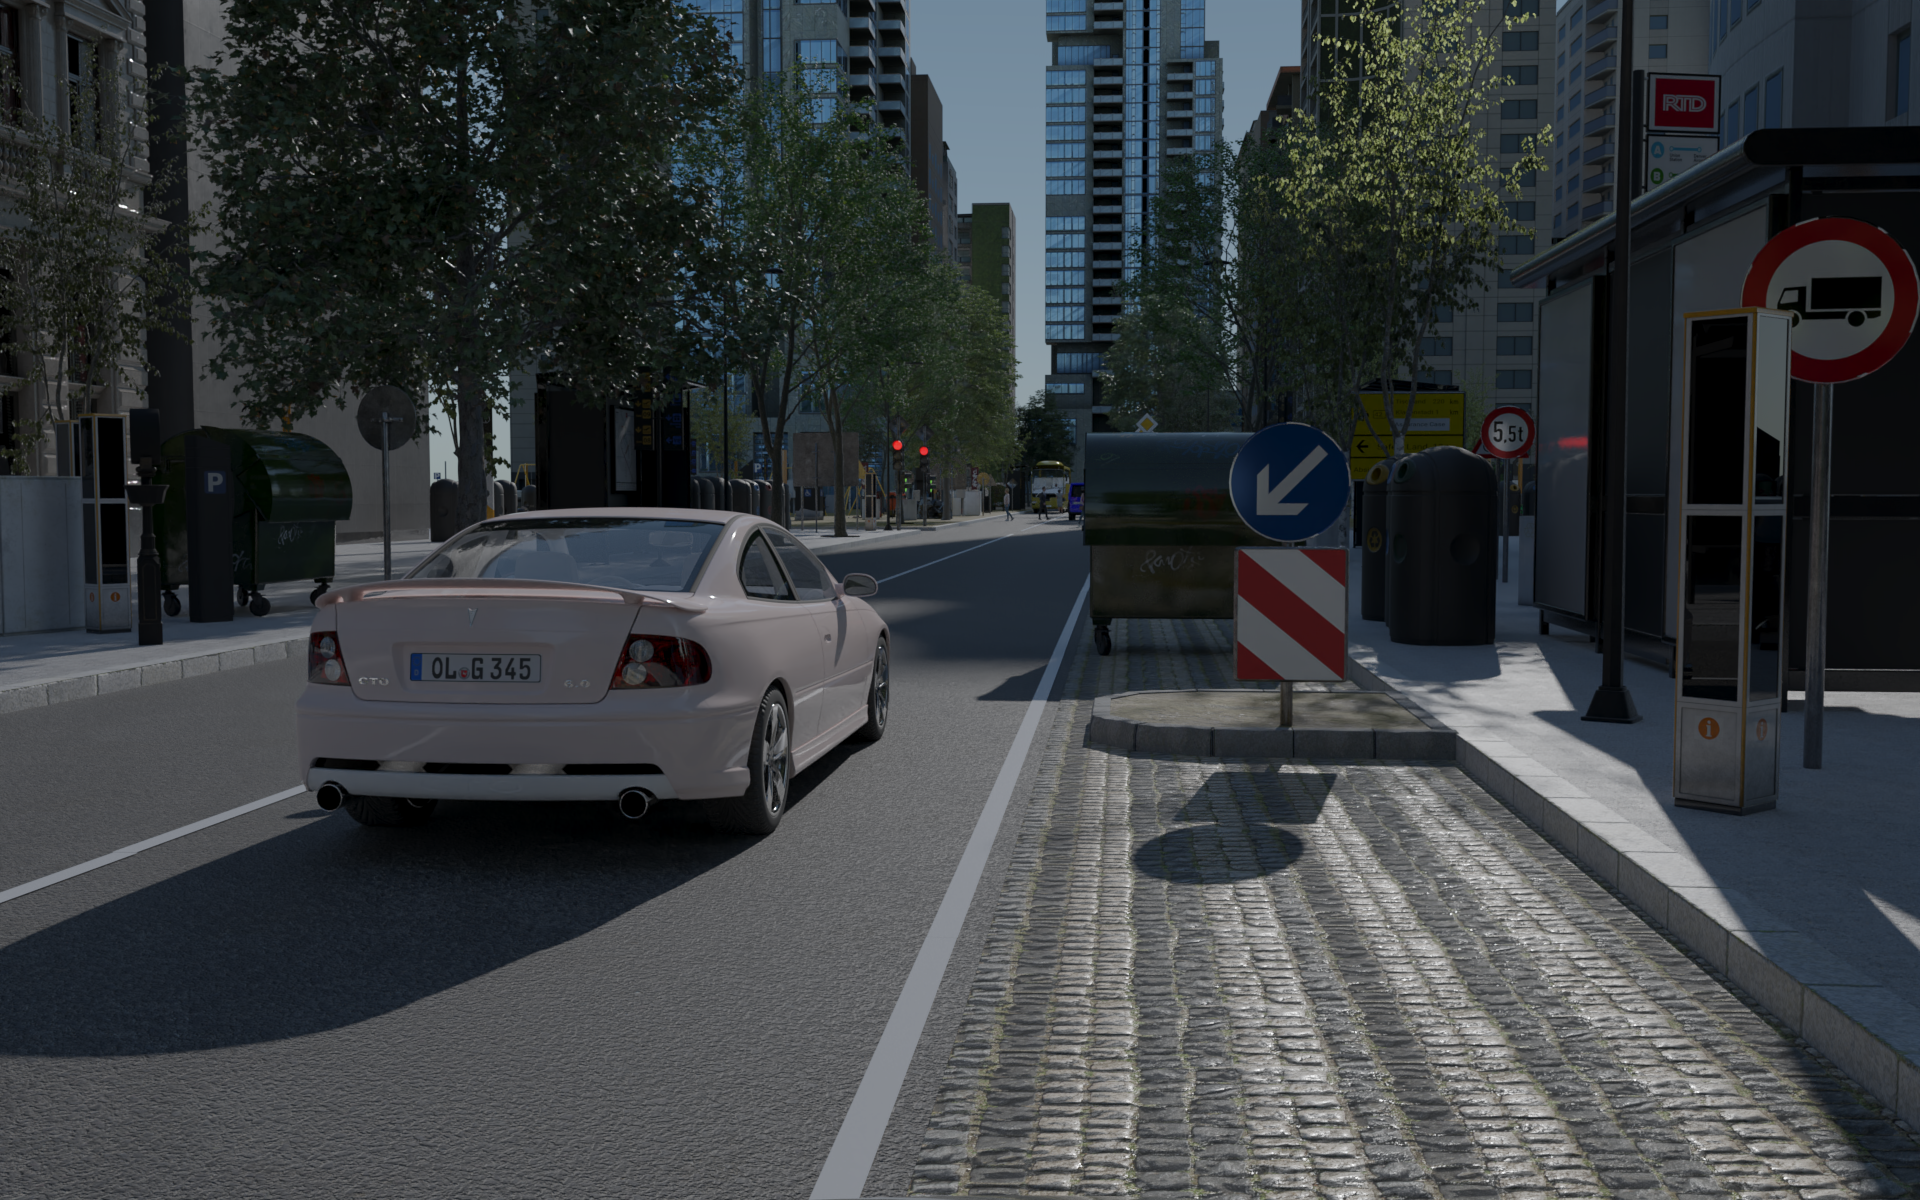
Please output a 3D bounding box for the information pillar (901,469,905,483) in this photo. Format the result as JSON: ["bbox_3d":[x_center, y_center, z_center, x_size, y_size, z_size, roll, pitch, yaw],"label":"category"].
[{"bbox_3d":[-4.494,-8.856,136.157,0.183,3.616,0.504,-3,5,-44],"label":"information pillar"}]

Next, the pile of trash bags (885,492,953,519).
[{"bbox_3d":[-2.175,-4.878,89.501,3.447,1.369,1.912,-1,4,-16],"label":"pile of trash bags"}]

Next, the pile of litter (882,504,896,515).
[{"bbox_3d":[-4.343,-5.733,107.701,1.719,0.858,1.176,1,4,15],"label":"pile of litter"}]

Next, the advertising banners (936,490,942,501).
[{"bbox_3d":[-0.863,-8.277,131.515,2.074,3.025,0.090,1,4,15],"label":"advertising banners"}]

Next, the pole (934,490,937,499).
[{"bbox_3d":[-1.592,-7.236,112.146,0.158,3.312,0.155,0,3,0],"label":"pole"}]

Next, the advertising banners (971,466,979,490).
[{"bbox_3d":[0.215,-6.920,109.336,2.074,3.025,0.090,1,4,13],"label":"advertising banners"}]

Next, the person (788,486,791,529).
[{"bbox_3d":[-6.603,-3.457,65.205,0.511,1.800,0.466,3,4,36],"label":"person"}]

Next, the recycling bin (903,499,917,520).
[{"bbox_3d":[-2.524,-4.409,84.638,0.722,1.027,0.722,-1,4,-10],"label":"recycling bin"}]

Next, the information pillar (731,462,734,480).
[{"bbox_3d":[-16.680,-8.299,127.048,0.183,3.616,0.504,0,4,5],"label":"information pillar"}]

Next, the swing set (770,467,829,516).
[{"bbox_3d":[-9.756,-6.374,101.841,3.119,2.851,2.862,3,4,36],"label":"swing set"}]

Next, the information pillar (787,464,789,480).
[{"bbox_3d":[-13.218,-8.669,133.099,0.183,3.616,0.504,0,4,6],"label":"information pillar"}]

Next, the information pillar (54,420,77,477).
[{"bbox_3d":[-8.835,-0.789,17.393,0.304,2.012,0.304,2,4,35],"label":"information pillar"}]

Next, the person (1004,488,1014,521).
[{"bbox_3d":[2.593,-5.059,91.886,0.598,1.740,0.731,-1,4,-17],"label":"person"}]

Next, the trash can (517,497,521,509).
[{"bbox_3d":[-21.767,-4.534,85.780,0.748,1.137,0.748,0,3,0],"label":"trash can"}]

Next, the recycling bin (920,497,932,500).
[{"bbox_3d":[-2.557,-7.244,130.998,0.722,1.027,0.722,1,4,17],"label":"recycling bin"}]

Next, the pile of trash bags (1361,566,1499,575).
[{"bbox_3d":[8.115,-1.178,29.005,1.912,1.369,3.447,0,4,-7],"label":"pile of trash bags"}]

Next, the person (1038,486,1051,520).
[{"bbox_3d":[4.636,-5.321,95.269,0.755,1.850,0.659,3,4,37],"label":"person"}]

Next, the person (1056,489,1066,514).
[{"bbox_3d":[7.298,-7.103,124.990,0.716,1.782,0.532,0,4,8],"label":"person"}]

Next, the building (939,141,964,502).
[{"bbox_3d":[-7.540,-31.760,202.874,14.086,41.232,14.154,0,4,5],"label":"building"}]

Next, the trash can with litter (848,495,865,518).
[{"bbox_3d":[-5.181,-4.965,92.240,1.678,1.210,2.233,-1,4,-18],"label":"trash can with litter"}]

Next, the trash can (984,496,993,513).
[{"bbox_3d":[2.262,-7.492,134.145,0.748,1.137,0.748,0,3,0],"label":"trash can"}]

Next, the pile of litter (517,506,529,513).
[{"bbox_3d":[-15.437,-2.904,61.437,1.719,0.858,1.176,-1,4,-13],"label":"pile of litter"}]

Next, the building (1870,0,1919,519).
[{"bbox_3d":[25.918,-29.941,31.535,21.231,58.520,28.212,0,4,5],"label":"building"}]

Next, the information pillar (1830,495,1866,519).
[{"bbox_3d":[8.656,-0.758,16.892,0.304,2.012,0.304,2,4,31],"label":"information pillar"}]

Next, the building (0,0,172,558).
[{"bbox_3d":[-22.185,-12.069,26.200,11.050,23.489,19.941,0,4,5],"label":"building"}]

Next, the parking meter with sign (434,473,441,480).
[{"bbox_3d":[-42.300,-8.764,139.552,0.543,3.016,1.738,0,4,-3],"label":"parking meter with sign"}]

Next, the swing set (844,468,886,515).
[{"bbox_3d":[-5.570,-6.407,102.368,2.862,2.851,3.119,1,4,11],"label":"swing set"}]

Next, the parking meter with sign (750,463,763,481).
[{"bbox_3d":[-11.683,-6.137,96.600,0.543,3.016,1.738,2,4,25],"label":"parking meter with sign"}]

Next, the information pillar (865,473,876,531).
[{"bbox_3d":[-3.114,-3.420,60.401,0.304,2.012,0.304,2,4,23],"label":"information pillar"}]

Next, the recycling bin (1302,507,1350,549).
[{"bbox_3d":[7.026,-1.269,33.294,0.722,1.027,0.722,-1,4,-9],"label":"recycling bin"}]

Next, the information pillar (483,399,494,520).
[{"bbox_3d":[-11.358,-3.055,41.306,0.504,3.616,0.183,0,4,-2],"label":"information pillar"}]

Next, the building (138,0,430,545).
[{"bbox_3d":[-27.373,-15.325,44.064,24.014,27.812,14.314,0,4,5],"label":"building"}]

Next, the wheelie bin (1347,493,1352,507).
[{"bbox_3d":[12.833,-3.102,58.619,0.980,1.594,0.693,-2,4,-33],"label":"wheelie bin"}]

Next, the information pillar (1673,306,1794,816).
[{"bbox_3d":[3.132,-0.155,7.029,0.304,2.012,0.304,-3,4,-38],"label":"information pillar"}]

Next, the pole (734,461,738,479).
[{"bbox_3d":[-13.796,-6.906,106.763,0.158,3.312,0.155,0,3,0],"label":"pole"}]

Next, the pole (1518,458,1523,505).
[{"bbox_3d":[28.106,-5.693,86.931,0.158,3.312,0.155,0,3,0],"label":"pole"}]

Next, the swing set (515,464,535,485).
[{"bbox_3d":[-21.769,-5.657,90.105,3.119,2.851,2.862,2,4,26],"label":"swing set"}]

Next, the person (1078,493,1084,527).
[{"bbox_3d":[5.416,-4.049,75.299,0.593,1.750,0.643,-2,4,-26],"label":"person"}]

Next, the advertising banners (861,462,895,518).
[{"bbox_3d":[-4.481,-6.024,94.679,2.074,3.025,0.090,0,4,4],"label":"advertising banners"}]

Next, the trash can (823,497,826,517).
[{"bbox_3d":[-7.736,-5.130,95.528,0.748,1.137,0.748,0,3,0],"label":"trash can"}]

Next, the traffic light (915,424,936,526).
[{"bbox_3d":[-1.378,-4.877,68.661,0.839,4.253,0.868,0,4,5],"label":"traffic light"}]

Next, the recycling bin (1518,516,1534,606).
[{"bbox_3d":[6.918,-0.448,19.877,0.722,1.027,0.722,-2,4,-33],"label":"recycling bin"}]

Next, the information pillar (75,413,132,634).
[{"bbox_3d":[-7.883,-0.703,15.980,0.304,2.012,0.304,3,4,38],"label":"information pillar"}]

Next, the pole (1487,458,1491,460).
[{"bbox_3d":[27.369,-5.865,89.732,0.158,3.312,0.155,0,3,0],"label":"pole"}]

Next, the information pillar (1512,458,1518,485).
[{"bbox_3d":[33.272,-6.863,103.559,0.504,3.616,0.183,0,4,-3],"label":"information pillar"}]

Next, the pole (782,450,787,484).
[{"bbox_3d":[-8.103,-5.272,80.039,0.158,3.312,0.155,0,3,0],"label":"pole"}]

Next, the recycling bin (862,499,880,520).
[{"bbox_3d":[-4.497,-4.577,87.385,0.722,1.027,0.722,-1,4,-22],"label":"recycling bin"}]

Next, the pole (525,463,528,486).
[{"bbox_3d":[-28.612,-7.373,114.398,0.158,3.312,0.155,0,3,0],"label":"pole"}]
